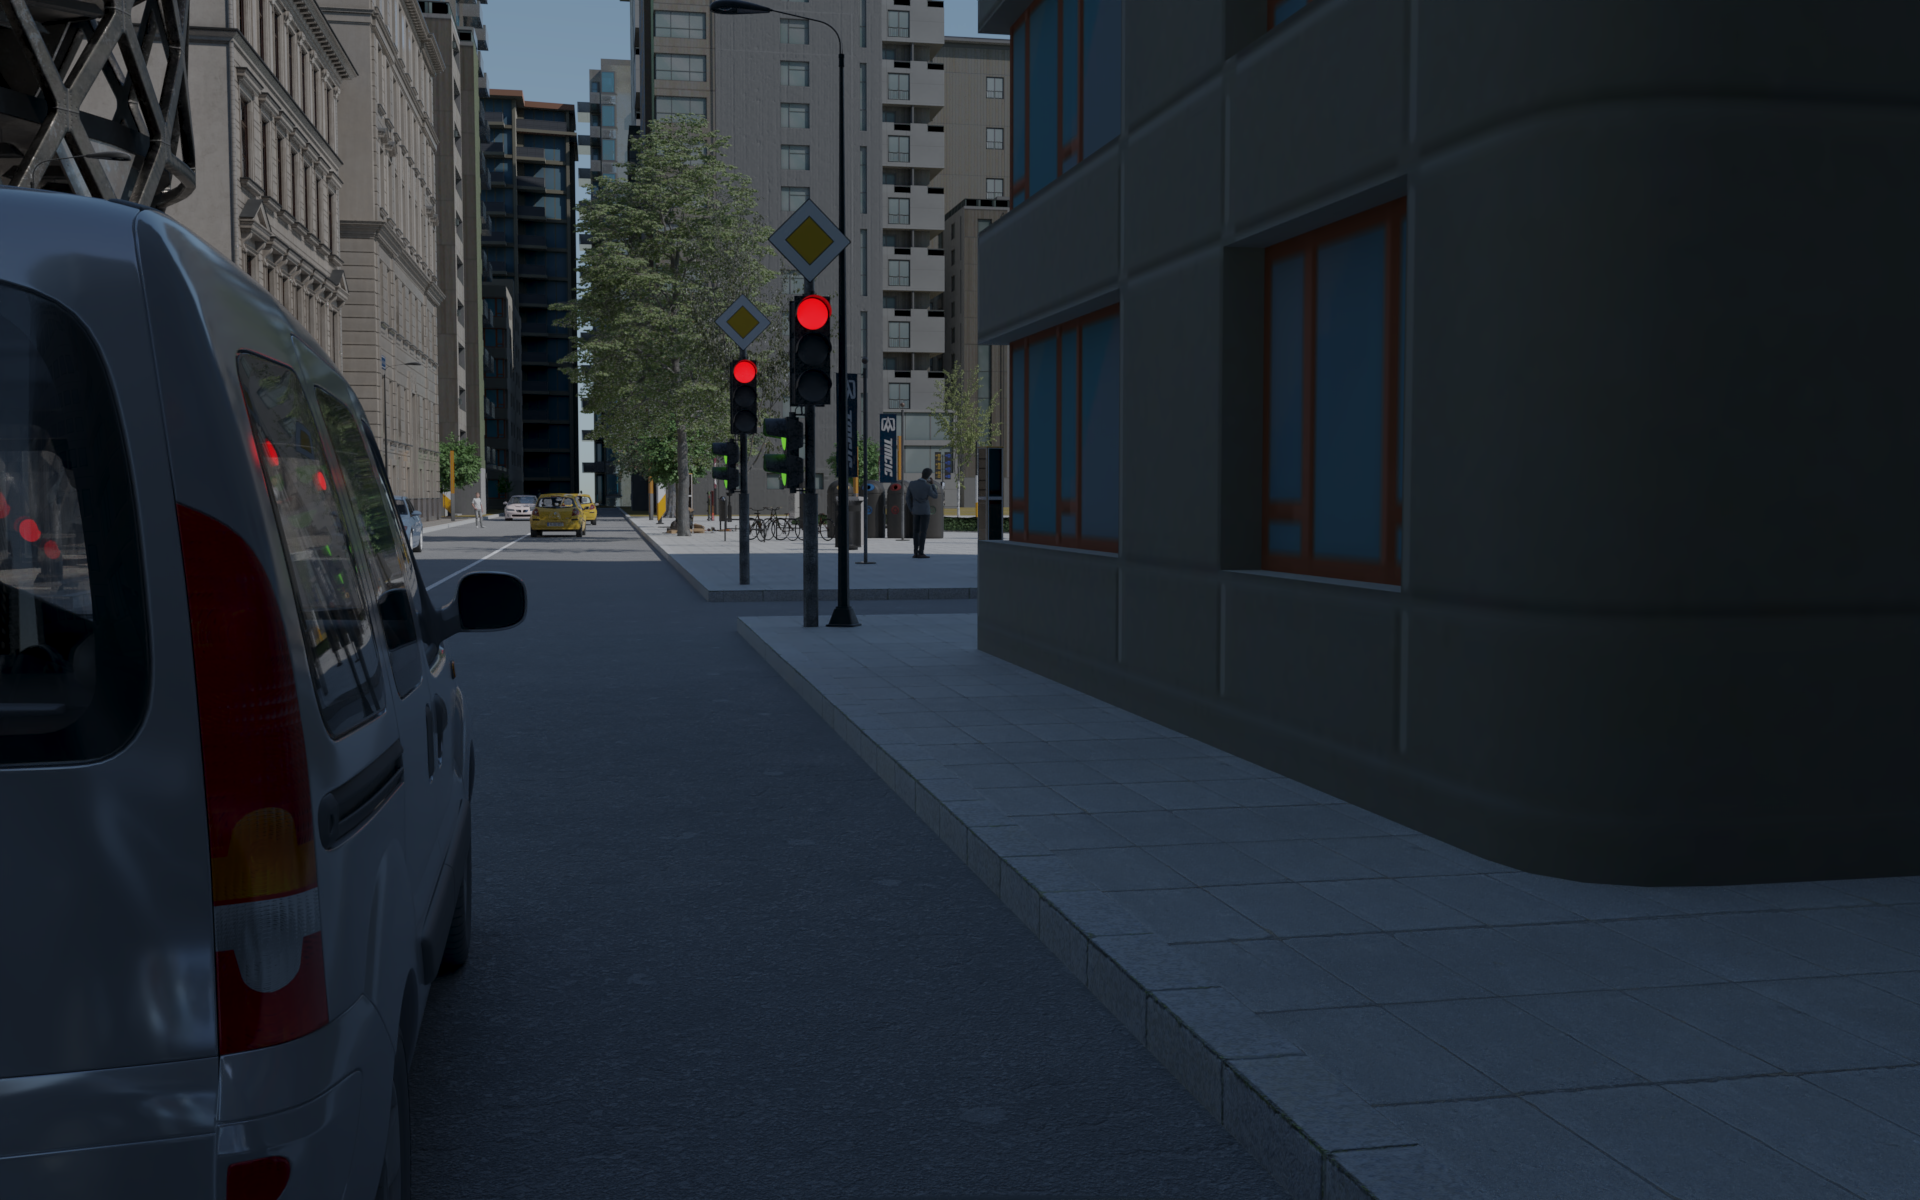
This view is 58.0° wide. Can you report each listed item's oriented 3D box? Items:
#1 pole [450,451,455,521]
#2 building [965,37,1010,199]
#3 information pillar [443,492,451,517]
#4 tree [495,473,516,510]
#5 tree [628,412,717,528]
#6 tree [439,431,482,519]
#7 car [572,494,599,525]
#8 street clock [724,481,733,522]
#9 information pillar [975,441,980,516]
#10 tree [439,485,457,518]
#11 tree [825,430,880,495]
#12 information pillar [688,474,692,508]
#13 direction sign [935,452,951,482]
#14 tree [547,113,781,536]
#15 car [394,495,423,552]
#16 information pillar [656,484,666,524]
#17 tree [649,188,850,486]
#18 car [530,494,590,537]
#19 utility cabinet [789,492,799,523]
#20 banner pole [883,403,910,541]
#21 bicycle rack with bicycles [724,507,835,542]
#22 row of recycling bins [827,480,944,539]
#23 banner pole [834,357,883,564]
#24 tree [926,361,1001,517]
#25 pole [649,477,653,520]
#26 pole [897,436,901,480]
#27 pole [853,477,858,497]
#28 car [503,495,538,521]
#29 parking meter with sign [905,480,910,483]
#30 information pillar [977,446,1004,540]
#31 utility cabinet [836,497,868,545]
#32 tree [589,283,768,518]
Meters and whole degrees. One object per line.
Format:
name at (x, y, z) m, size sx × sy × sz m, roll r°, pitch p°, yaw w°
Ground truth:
pole at (-23.965, -5.377, 81.760) m, size 0.158 × 3.312 × 0.155 m, roll 0°, pitch 3°, yaw 0°
building at (1.089, -37.437, 201.325) m, size 27.495 × 52.752 × 28.713 m, roll -1°, pitch 4°, yaw -12°
information pillar at (-28.487, -6.414, 96.223) m, size 0.504 × 3.616 × 0.183 m, roll -2°, pitch 4°, yaw -29°
tree at (-37.473, -9.003, 141.792) m, size 1.663 × 3.219 × 1.824 m, roll 0°, pitch 3°, yaw 0°
tree at (-10.970, -5.060, 66.445) m, size 4.285 × 4.588 × 4.351 m, roll 0°, pitch 3°, yaw 0°
tree at (-26.545, -6.549, 90.796) m, size 4.285 × 4.588 × 4.351 m, roll 0°, pitch 3°, yaw 0°
car at (-17.836, -4.309, 80.682) m, size 2.015 × 1.641 × 3.980 m, roll -1°, pitch 4°, yaw -13°
street clock at (-10.520, -4.556, 79.057) m, size 0.471 × 2.002 × 0.358 m, roll -1°, pitch 4°, yaw -17°
information pillar at (0.851, -5.231, 76.887) m, size 0.183 × 3.616 × 0.504 m, roll 3°, pitch 4°, yaw 37°
tree at (-28.192, -6.093, 94.218) m, size 1.663 × 3.219 × 1.824 m, roll 0°, pitch 3°, yaw 0°
tree at (-5.274, -6.459, 89.312) m, size 4.285 × 4.588 × 4.351 m, roll 0°, pitch 3°, yaw 0°
information pillar at (-9.766, -3.507, 61.832) m, size 0.304 × 2.012 × 0.304 m, roll 3°, pitch 5°, yaw 44°
direction sign at (-0.922, -6.180, 93.038) m, size 0.876 × 3.537 × 0.379 m, roll -1°, pitch 4°, yaw -13°
tree at (-8.710, -8.198, 52.161) m, size 7.486 × 12.596 × 7.792 m, roll 0°, pitch 3°, yaw 0°
car at (-13.796, -1.782, 41.134) m, size 2.014 × 1.417 × 4.499 m, roll -1°, pitch 4°, yaw -13°
information pillar at (-12.696, -5.024, 73.495) m, size 0.183 × 3.616 × 0.504 m, roll 2°, pitch 4°, yaw 30°
tree at (-5.113, -5.599, 41.906) m, size 4.360 × 8.622 × 3.978 m, roll 0°, pitch 3°, yaw 0°
car at (-13.617, -2.970, 58.783) m, size 2.015 × 1.641 × 3.980 m, roll -1°, pitch 4°, yaw -10°
utility cabinet at (-7.269, -4.126, 76.132) m, size 0.318 × 1.500 × 1.173 m, roll -1°, pitch 4°, yaw -18°
banner pole at (-1.804, -3.514, 47.471) m, size 0.863 × 3.779 × 0.401 m, roll 0°, pitch 4°, yaw -1°
bicycle rack with bicycles at (-5.168, -2.076, 47.325) m, size 2.852 × 0.926 × 2.925 m, roll -3°, pitch 5°, yaw -42°
row of recycling bins at (-2.184, -2.646, 50.376) m, size 3.534 × 1.692 × 1.069 m, roll 1°, pitch 4°, yaw 13°
banner pole at (-1.925, -2.546, 31.638) m, size 0.863 × 3.779 × 0.401 m, roll -3°, pitch 4°, yaw -36°
tree at (0.137, -8.938, 96.496) m, size 4.737 × 8.622 × 4.395 m, roll 0°, pitch 3°, yaw 0°
pole at (-15.103, -5.551, 84.597) m, size 0.158 × 3.312 × 0.155 m, roll 0°, pitch 3°, yaw 0°
pole at (-2.101, -4.097, 60.822) m, size 0.158 × 3.312 × 0.155 m, roll 0°, pitch 3°, yaw 0°
pole at (-4.503, -4.948, 74.749) m, size 0.158 × 3.312 × 0.155 m, roll 0°, pitch 3°, yaw 0°
car at (-23.549, -4.963, 93.506) m, size 2.083 × 1.381 × 4.827 m, roll -1°, pitch 4°, yaw -12°
parking meter with sign at (-2.984, -6.029, 94.842) m, size 1.738 × 3.016 × 0.543 m, roll -1°, pitch 4°, yaw -22°
information pillar at (0.471, -1.361, 26.742) m, size 0.304 × 2.012 × 0.304 m, roll -2°, pitch 4°, yaw -29°
utility cabinet at (-2.749, -2.016, 44.126) m, size 0.306 × 1.237 × 1.020 m, roll -3°, pitch 4°, yaw -38°
tree at (-15.460, -10.747, 92.715) m, size 9.611 × 12.733 × 9.660 m, roll 0°, pitch 3°, yaw 0°
